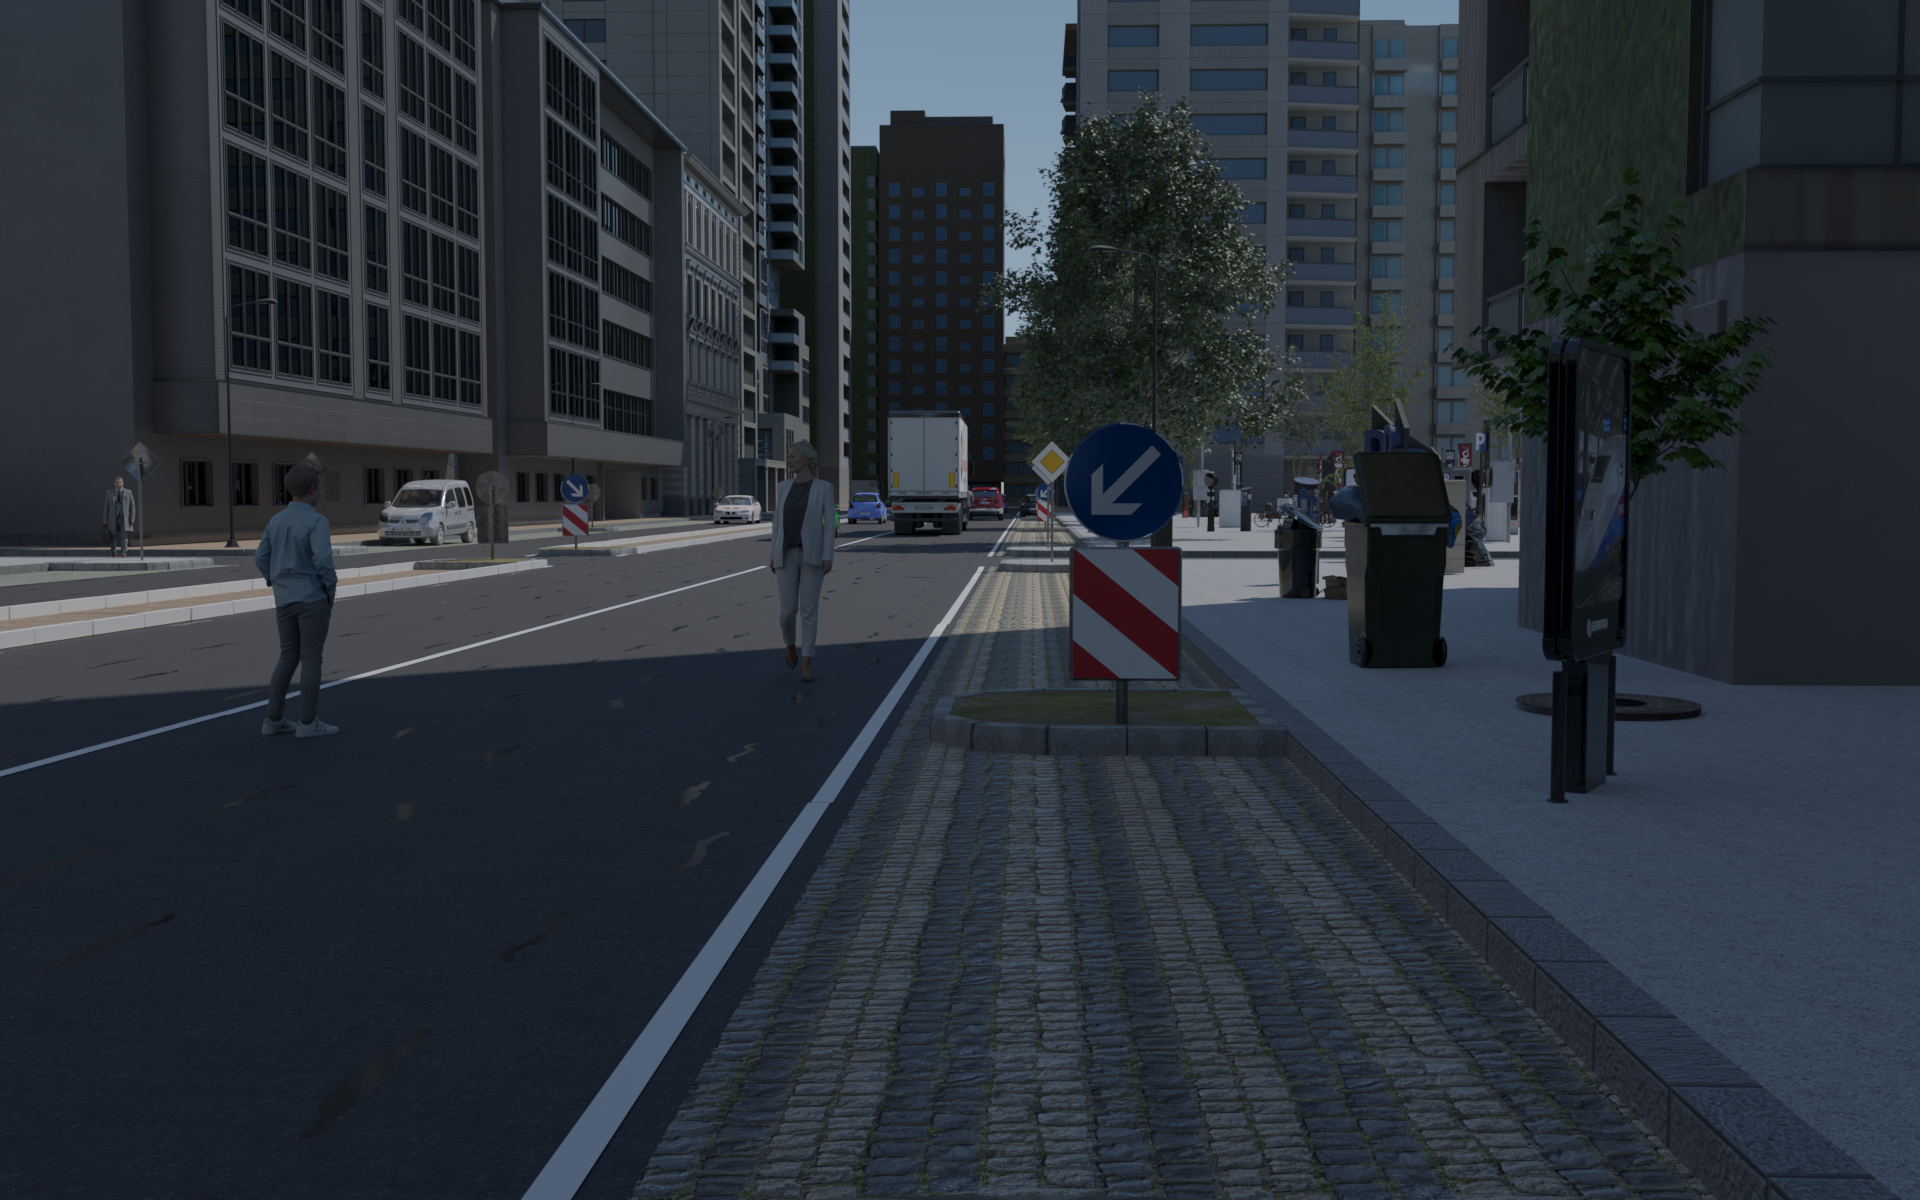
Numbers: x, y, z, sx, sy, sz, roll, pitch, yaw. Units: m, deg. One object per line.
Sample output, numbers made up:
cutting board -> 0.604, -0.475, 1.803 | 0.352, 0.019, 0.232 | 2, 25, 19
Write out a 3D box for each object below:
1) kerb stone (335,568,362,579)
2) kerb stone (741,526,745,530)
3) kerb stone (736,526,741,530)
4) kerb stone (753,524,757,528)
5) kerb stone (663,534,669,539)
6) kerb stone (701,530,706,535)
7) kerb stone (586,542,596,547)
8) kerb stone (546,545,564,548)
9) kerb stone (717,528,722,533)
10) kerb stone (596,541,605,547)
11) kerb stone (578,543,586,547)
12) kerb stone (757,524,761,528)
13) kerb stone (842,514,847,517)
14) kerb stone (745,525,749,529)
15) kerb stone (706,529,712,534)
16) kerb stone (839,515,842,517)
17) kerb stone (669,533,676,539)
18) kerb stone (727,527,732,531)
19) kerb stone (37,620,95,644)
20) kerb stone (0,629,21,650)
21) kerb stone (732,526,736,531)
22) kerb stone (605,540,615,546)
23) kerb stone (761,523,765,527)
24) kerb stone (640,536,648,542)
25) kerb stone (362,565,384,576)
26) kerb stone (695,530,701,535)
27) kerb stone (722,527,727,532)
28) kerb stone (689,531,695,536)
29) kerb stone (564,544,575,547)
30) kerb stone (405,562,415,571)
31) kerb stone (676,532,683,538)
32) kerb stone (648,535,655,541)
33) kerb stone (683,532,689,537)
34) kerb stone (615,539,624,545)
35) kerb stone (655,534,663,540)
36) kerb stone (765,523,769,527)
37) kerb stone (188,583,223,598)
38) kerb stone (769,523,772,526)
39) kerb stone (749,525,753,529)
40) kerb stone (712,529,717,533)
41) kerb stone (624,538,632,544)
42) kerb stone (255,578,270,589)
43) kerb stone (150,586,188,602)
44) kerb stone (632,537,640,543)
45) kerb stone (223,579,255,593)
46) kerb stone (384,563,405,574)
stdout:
kerb stone -> -10.444, -0.439, 29.365 | 0.120, 0.150, 1.000 | 0, 4, 2
kerb stone -> -8.801, -2.858, 68.925 | 0.120, 0.150, 1.000 | 0, 4, 2
kerb stone -> -8.838, -2.796, 67.903 | 0.120, 0.150, 1.000 | 0, 4, 2
kerb stone -> -8.669, -3.044, 71.993 | 0.120, 0.150, 1.000 | 0, 4, 2
kerb stone -> -9.400, -1.980, 54.566 | 0.120, 0.150, 1.000 | 0, 4, 2
kerb stone -> -9.148, -2.357, 60.735 | 0.120, 0.150, 1.000 | 0, 4, 2
kerb stone -> -9.774, -1.414, 45.320 | 0.120, 0.150, 1.000 | 0, 4, 2
kerb stone -> -9.906, -1.224, 42.253 | 0.120, 0.150, 1.000 | 0, 4, 2
kerb stone -> -9.012, -2.545, 63.800 | 0.120, 0.150, 1.000 | 0, 4, 2
kerb stone -> -9.740, -1.472, 46.342 | 0.120, 0.150, 1.000 | 0, 4, 2
kerb stone -> -9.823, -1.349, 44.299 | 0.120, 0.150, 1.000 | 0, 4, 2
kerb stone -> -8.627, -3.102, 73.023 | 0.120, 0.150, 1.000 | 0, 4, 2
kerb stone -> -7.224, -5.178, 106.851 | 0.120, 0.150, 1.000 | 0, 4, 2
kerb stone -> -8.760, -2.921, 69.950 | 0.120, 0.150, 1.000 | 0, 4, 2
kerb stone -> -9.098, -2.415, 61.757 | 0.120, 0.150, 1.000 | 0, 4, 2
kerb stone -> -7.356, -4.987, 103.782 | 0.120, 0.150, 1.000 | 0, 4, 2
kerb stone -> -9.349, -2.042, 55.587 | 0.120, 0.150, 1.000 | 0, 4, 2
kerb stone -> -8.925, -2.664, 65.844 | 0.120, 0.150, 1.000 | 0, 4, 2
kerb stone -> -8.855, 0.317, 17.007 | 0.120, 0.150, 1.000 | 0, 4, 2
kerb stone -> -8.892, 0.380, 15.985 | 0.120, 0.150, 1.000 | 0, 4, 2
kerb stone -> -8.890, -2.733, 66.882 | 0.120, 0.150, 1.000 | 0, 4, 2
kerb stone -> -9.693, -1.530, 47.364 | 0.120, 0.150, 1.000 | 0, 4, 2
kerb stone -> -8.594, -3.164, 74.048 | 0.120, 0.150, 1.000 | 0, 4, 2
kerb stone -> -9.519, -1.792, 51.487 | 0.120, 0.150, 1.000 | 0, 4, 2
kerb stone -> -10.395, -0.494, 30.387 | 0.120, 0.150, 1.000 | 0, 4, 2
kerb stone -> -9.179, -2.288, 59.701 | 0.120, 0.150, 1.000 | 0, 4, 2
kerb stone -> -8.970, -2.607, 64.822 | 0.120, 0.150, 1.000 | 0, 4, 2
kerb stone -> -9.225, -2.231, 58.671 | 0.120, 0.150, 1.000 | 0, 4, 2
kerb stone -> -9.860, -1.289, 43.274 | 0.120, 0.150, 1.000 | 0, 4, 2
kerb stone -> -10.315, -0.626, 32.450 | 0.120, 0.150, 1.000 | 0, 4, 2
kerb stone -> -9.311, -2.105, 56.614 | 0.120, 0.150, 1.000 | 0, 4, 2
kerb stone -> -9.482, -1.853, 52.509 | 0.120, 0.150, 1.000 | 0, 4, 2
kerb stone -> -9.265, -2.168, 57.650 | 0.120, 0.150, 1.000 | 0, 4, 2
kerb stone -> -9.650, -1.603, 48.399 | 0.120, 0.150, 1.000 | 0, 4, 2
kerb stone -> -9.440, -1.917, 53.545 | 0.120, 0.150, 1.000 | 0, 4, 2
kerb stone -> -8.543, -3.235, 75.080 | 0.120, 0.150, 1.000 | 0, 4, 2
kerb stone -> -10.651, -0.126, 24.248 | 0.120, 0.150, 1.000 | 0, 4, 2
kerb stone -> -8.502, -3.290, 76.102 | 0.120, 0.150, 1.000 | 0, 4, 2
kerb stone -> -8.718, -2.982, 70.972 | 0.120, 0.150, 1.000 | 0, 4, 2
kerb stone -> -9.051, -2.482, 62.778 | 0.120, 0.150, 1.000 | 0, 4, 2
kerb stone -> -9.609, -1.666, 49.435 | 0.120, 0.150, 1.000 | 0, 4, 2
kerb stone -> -10.568, -0.251, 26.298 | 0.120, 0.150, 1.000 | 0, 4, 2
kerb stone -> -10.691, -0.063, 23.227 | 0.120, 0.150, 1.000 | 0, 4, 2
kerb stone -> -9.561, -1.723, 50.463 | 0.120, 0.150, 1.000 | 0, 4, 2
kerb stone -> -10.615, -0.188, 25.269 | 0.120, 0.150, 1.000 | 0, 4, 2
kerb stone -> -10.350, -0.564, 31.413 | 0.120, 0.150, 1.000 | 0, 4, 2
